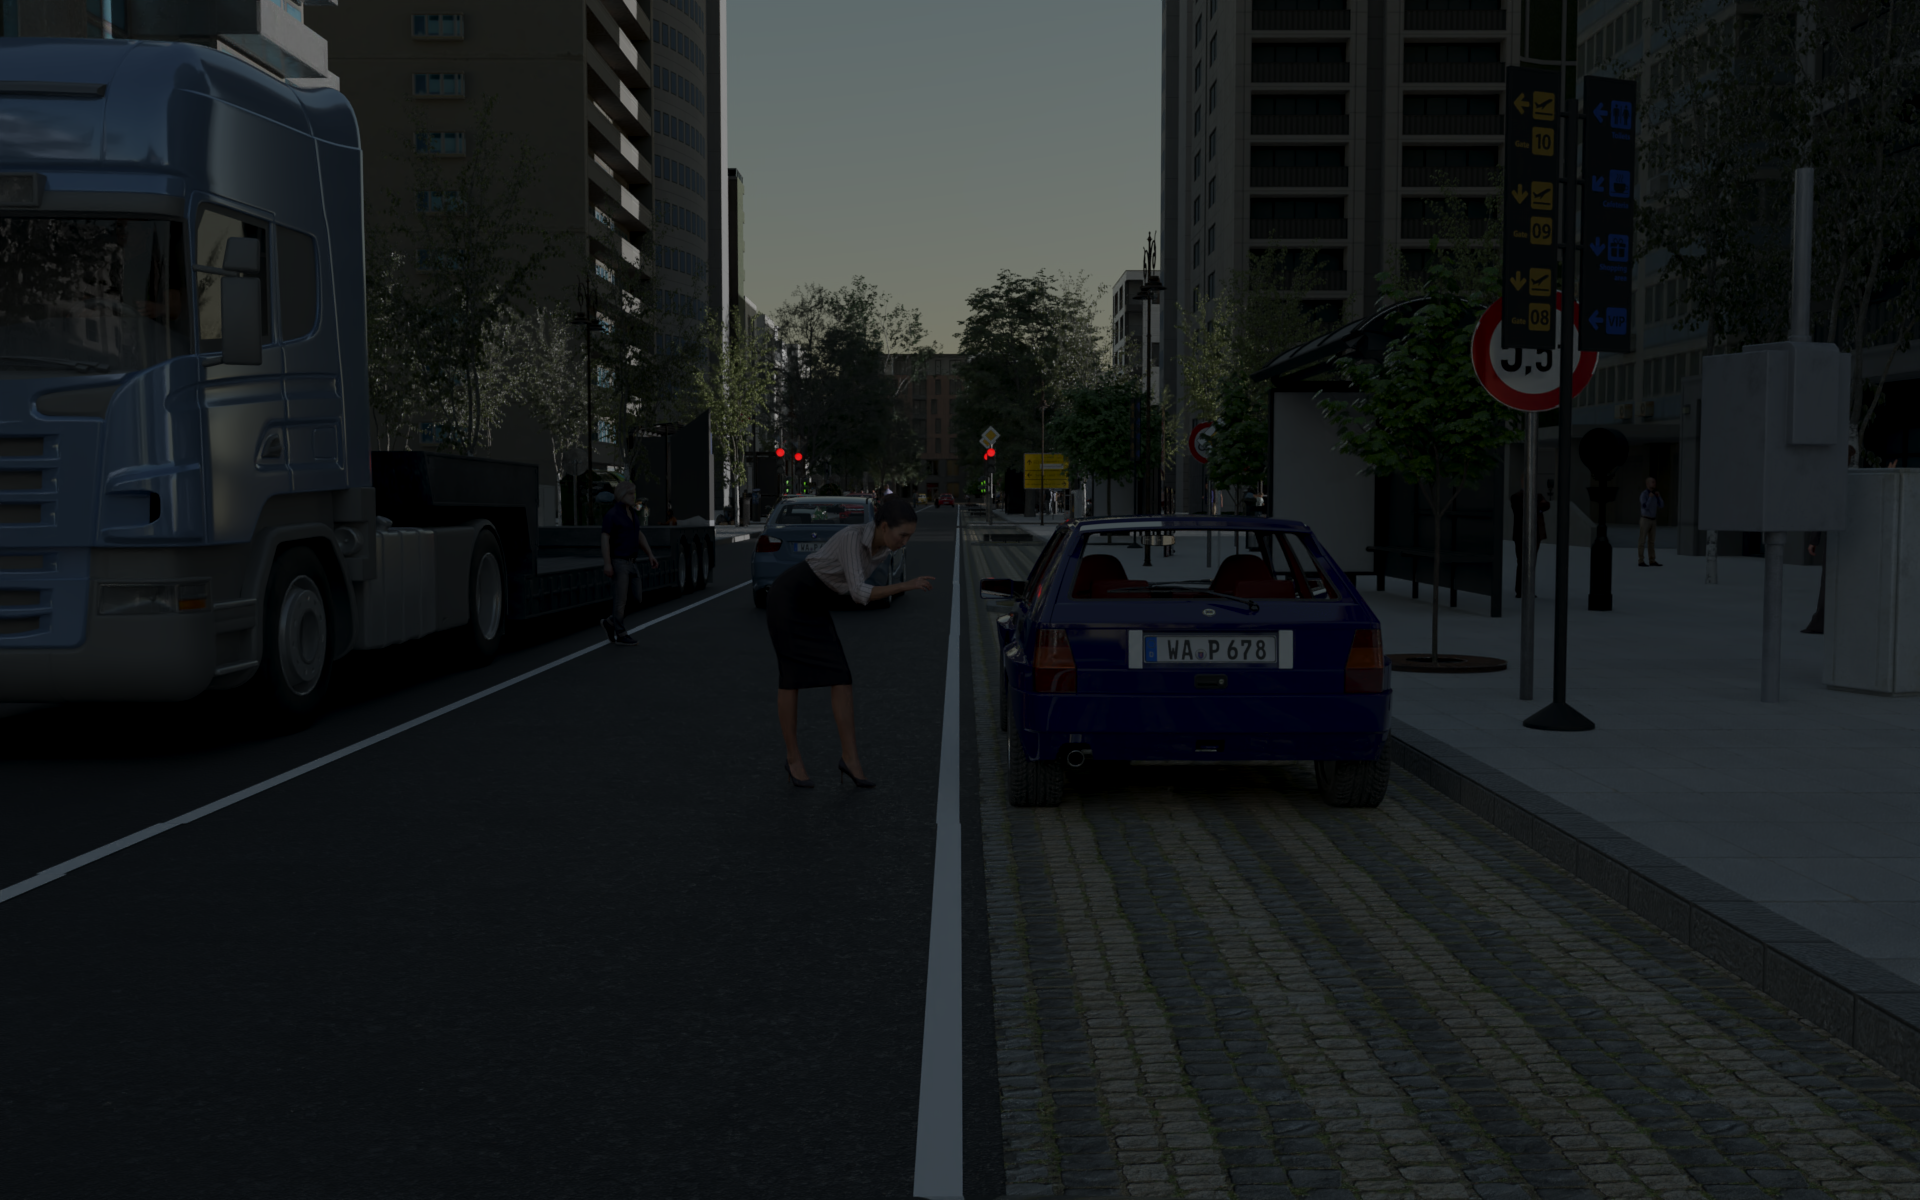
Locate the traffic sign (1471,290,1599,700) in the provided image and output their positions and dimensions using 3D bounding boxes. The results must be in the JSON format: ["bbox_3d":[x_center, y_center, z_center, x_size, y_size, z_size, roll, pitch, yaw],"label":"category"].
[{"bbox_3d":[3.535,-0.650,10.733,0.768,2.556,0.104,0,4,6],"label":"traffic sign"}]

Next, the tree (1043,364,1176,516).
[{"bbox_3d":[3.785,-3.683,43.925,4.285,4.588,4.351,0,3,0],"label":"tree"}]

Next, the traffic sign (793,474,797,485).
[{"bbox_3d":[-10.506,-6.559,107.341,0.768,2.556,0.104,0,4,3],"label":"traffic sign"}]

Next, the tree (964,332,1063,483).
[{"bbox_3d":[3.852,-12.380,120.532,7.486,12.596,7.792,0,3,0],"label":"tree"}]

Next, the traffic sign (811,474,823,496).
[{"bbox_3d":[-9.194,-6.813,111.497,0.768,2.556,0.104,0,4,3],"label":"traffic sign"}]

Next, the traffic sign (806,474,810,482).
[{"bbox_3d":[-9.813,-6.647,108.788,0.768,2.556,0.104,0,4,3],"label":"traffic sign"}]

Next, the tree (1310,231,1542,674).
[{"bbox_3d":[3.535,-1.121,12.924,1.663,3.219,1.824,0,3,0],"label":"tree"}]

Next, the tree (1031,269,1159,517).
[{"bbox_3d":[4.124,-6.485,56.400,4.360,8.622,3.978,0,3,0],"label":"tree"}]

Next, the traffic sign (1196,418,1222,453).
[{"bbox_3d":[4.466,-1.832,29.682,0.795,2.593,0.064,0,4,8],"label":"traffic sign"}]

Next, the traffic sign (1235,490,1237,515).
[{"bbox_3d":[6.750,-2.580,42.294,0.768,2.556,0.104,0,4,6],"label":"traffic sign"}]

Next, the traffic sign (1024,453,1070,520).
[{"bbox_3d":[4.306,-5.636,86.026,2.265,3.308,0.079,0,4,2],"label":"traffic sign"}]

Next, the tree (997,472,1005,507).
[{"bbox_3d":[3.917,-11.122,176.451,1.663,3.219,1.824,0,3,0],"label":"tree"}]

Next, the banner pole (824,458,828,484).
[{"bbox_3d":[-9.264,-7.936,119.764,0.401,3.779,0.863,-2,4,-27],"label":"banner pole"}]

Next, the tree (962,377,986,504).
[{"bbox_3d":[4.562,-22.990,231.781,12.611,20.169,13.585,0,3,0],"label":"tree"}]

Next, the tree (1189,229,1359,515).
[{"bbox_3d":[9.184,-6.041,49.135,4.737,8.622,4.395,0,3,0],"label":"tree"}]

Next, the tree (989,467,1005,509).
[{"bbox_3d":[3.582,-9.984,146.948,4.285,4.588,4.351,0,3,0],"label":"tree"}]

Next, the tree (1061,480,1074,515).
[{"bbox_3d":[6.935,-6.822,106.145,1.663,3.219,1.824,0,3,0],"label":"tree"}]

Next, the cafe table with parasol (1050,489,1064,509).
[{"bbox_3d":[7.667,-8.752,147.960,2.610,1.966,2.610,-3,5,-39],"label":"cafe table with parasol"}]

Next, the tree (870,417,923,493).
[{"bbox_3d":[-7.714,-16.507,204.306,7.601,10.594,8.767,-2,4,-34],"label":"tree"}]

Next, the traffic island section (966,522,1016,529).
[{"bbox_3d":[1.290,-3.000,71.335,2.009,0.180,2.903,0,3,0],"label":"traffic island section"}]

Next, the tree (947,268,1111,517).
[{"bbox_3d":[3.837,-11.605,96.401,9.857,13.997,8.962,0,3,0],"label":"tree"}]

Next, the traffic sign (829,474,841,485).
[{"bbox_3d":[-8.066,-6.820,111.613,0.768,2.556,0.104,1,4,10],"label":"traffic sign"}]

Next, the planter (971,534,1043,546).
[{"bbox_3d":[1.299,-1.669,48.430,1.991,0.319,1.994,0,3,0],"label":"planter"}]

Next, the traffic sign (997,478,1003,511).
[{"bbox_3d":[3.301,-8.244,134.892,0.768,2.556,0.104,1,4,10],"label":"traffic sign"}]

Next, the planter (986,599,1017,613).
[{"bbox_3d":[1.319,-0.018,21.433,1.991,0.319,1.994,0,3,0],"label":"planter"}]

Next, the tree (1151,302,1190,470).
[{"bbox_3d":[9.327,-6.806,61.640,4.737,8.622,4.395,0,3,0],"label":"tree"}]

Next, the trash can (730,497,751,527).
[{"bbox_3d":[-8.577,-3.454,68.120,0.748,1.137,0.748,0,3,0],"label":"trash can"}]

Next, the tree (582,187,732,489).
[{"bbox_3d":[-7.994,-5.645,42.654,4.360,8.622,3.978,0,3,0],"label":"tree"}]

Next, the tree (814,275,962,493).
[{"bbox_3d":[-7.386,-17.864,147.969,12.611,20.169,13.585,0,3,0],"label":"tree"}]

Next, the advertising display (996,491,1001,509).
[{"bbox_3d":[3.179,-8.863,150.118,0.974,1.923,0.123,3,5,45],"label":"advertising display"}]

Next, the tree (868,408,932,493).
[{"bbox_3d":[-8.710,-19.173,230.486,9.611,12.733,9.660,0,3,0],"label":"tree"}]

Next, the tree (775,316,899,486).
[{"bbox_3d":[-8.980,-13.376,125.350,9.857,13.997,8.962,0,3,0],"label":"tree"}]

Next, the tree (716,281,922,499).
[{"bbox_3d":[-8.831,-11.551,99.228,12.009,13.543,11.850,0,3,0],"label":"tree"}]

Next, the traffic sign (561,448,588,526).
[{"bbox_3d":[-10.648,-2.926,47.941,0.768,2.556,0.104,0,4,1],"label":"traffic sign"}]

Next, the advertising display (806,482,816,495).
[{"bbox_3d":[-7.899,-5.295,91.788,0.123,1.923,0.974,1,4,23],"label":"advertising display"}]

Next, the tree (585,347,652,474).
[{"bbox_3d":[-15.971,-8.062,82.182,4.737,8.622,4.395,0,3,0],"label":"tree"}]

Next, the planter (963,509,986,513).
[{"bbox_3d":[1.254,-6.780,131.985,1.991,0.319,1.994,0,3,0],"label":"planter"}]

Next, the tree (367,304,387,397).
[{"bbox_3d":[-16.533,-5.684,43.297,4.737,8.622,4.395,0,3,0],"label":"tree"}]

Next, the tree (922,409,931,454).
[{"bbox_3d":[-7.828,-16.225,175.646,12.009,13.543,11.850,0,3,0],"label":"tree"}]

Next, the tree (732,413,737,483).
[{"bbox_3d":[-13.343,-8.532,89.860,4.360,8.622,3.978,0,3,0],"label":"tree"}]

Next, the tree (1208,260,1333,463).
[{"bbox_3d":[9.787,-6.352,54.226,4.360,8.622,3.978,0,3,0],"label":"tree"}]

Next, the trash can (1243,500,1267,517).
[{"bbox_3d":[6.673,-1.649,38.608,0.748,1.137,0.748,0,3,0],"label":"trash can"}]

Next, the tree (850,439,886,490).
[{"bbox_3d":[-8.901,-12.785,159.393,4.360,8.622,3.978,0,3,0],"label":"tree"}]

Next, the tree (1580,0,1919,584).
[{"bbox_3d":[10.897,-4.521,24.288,4.360,8.622,3.978,0,3,0],"label":"tree"}]

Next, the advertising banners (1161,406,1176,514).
[{"bbox_3d":[4.227,-2.391,35.288,0.090,3.025,2.074,1,4,14],"label":"advertising banners"}]

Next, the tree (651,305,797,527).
[{"bbox_3d":[-8.797,-7.101,66.462,4.737,8.622,4.395,0,3,0],"label":"tree"}]

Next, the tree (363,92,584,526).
[{"bbox_3d":[-9.076,-4.933,31.020,4.360,8.622,3.978,0,3,0],"label":"tree"}]

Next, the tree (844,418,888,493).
[{"bbox_3d":[-8.009,-11.363,136.140,4.737,8.622,4.395,0,3,0],"label":"tree"}]

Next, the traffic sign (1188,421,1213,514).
[{"bbox_3d":[4.352,-1.840,30.191,0.768,2.556,0.104,0,4,4],"label":"traffic sign"}]

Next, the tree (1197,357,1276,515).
[{"bbox_3d":[3.911,-1.831,24.534,1.663,3.219,1.824,0,3,0],"label":"tree"}]

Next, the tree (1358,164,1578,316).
[{"bbox_3d":[11.333,-5.365,38.074,4.737,8.622,4.395,0,3,0],"label":"tree"}]
